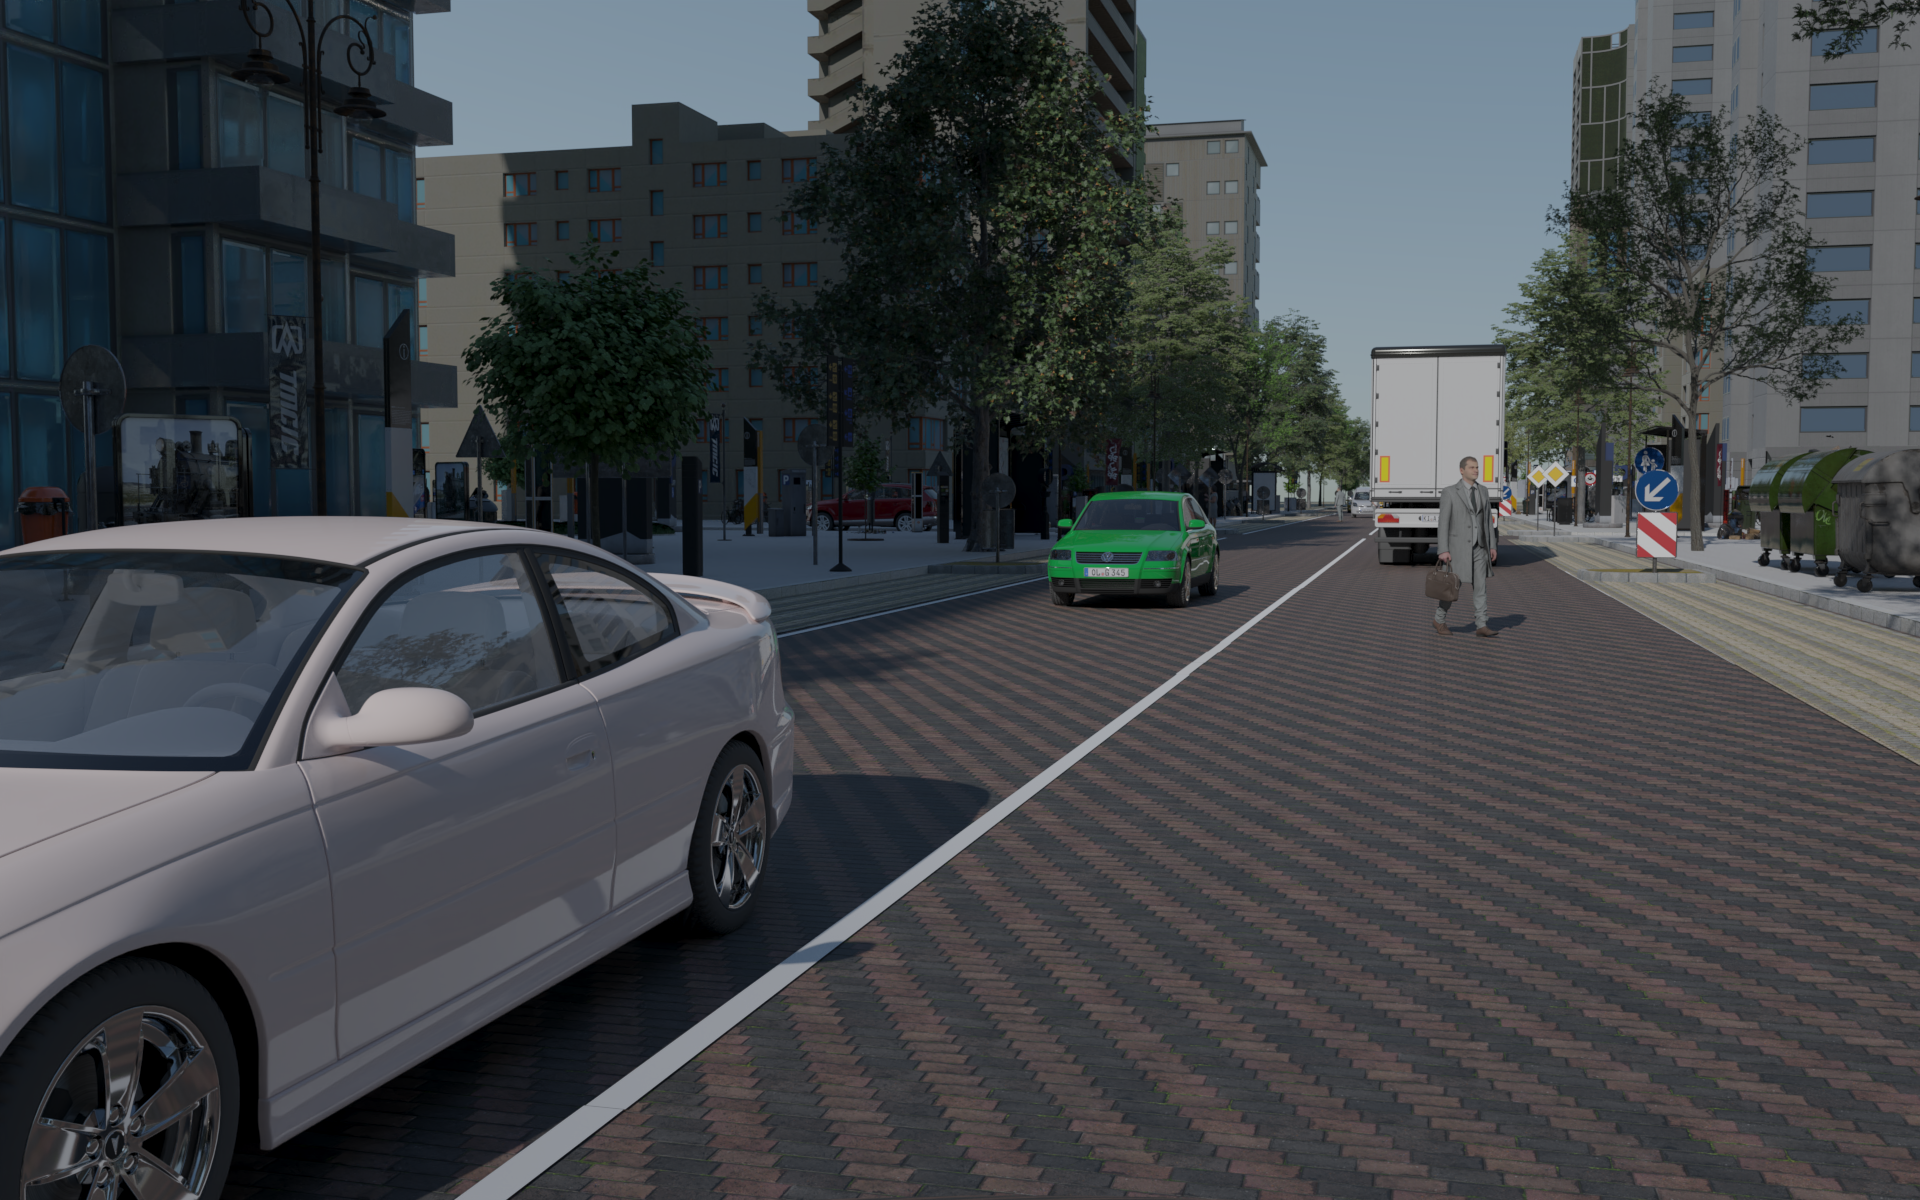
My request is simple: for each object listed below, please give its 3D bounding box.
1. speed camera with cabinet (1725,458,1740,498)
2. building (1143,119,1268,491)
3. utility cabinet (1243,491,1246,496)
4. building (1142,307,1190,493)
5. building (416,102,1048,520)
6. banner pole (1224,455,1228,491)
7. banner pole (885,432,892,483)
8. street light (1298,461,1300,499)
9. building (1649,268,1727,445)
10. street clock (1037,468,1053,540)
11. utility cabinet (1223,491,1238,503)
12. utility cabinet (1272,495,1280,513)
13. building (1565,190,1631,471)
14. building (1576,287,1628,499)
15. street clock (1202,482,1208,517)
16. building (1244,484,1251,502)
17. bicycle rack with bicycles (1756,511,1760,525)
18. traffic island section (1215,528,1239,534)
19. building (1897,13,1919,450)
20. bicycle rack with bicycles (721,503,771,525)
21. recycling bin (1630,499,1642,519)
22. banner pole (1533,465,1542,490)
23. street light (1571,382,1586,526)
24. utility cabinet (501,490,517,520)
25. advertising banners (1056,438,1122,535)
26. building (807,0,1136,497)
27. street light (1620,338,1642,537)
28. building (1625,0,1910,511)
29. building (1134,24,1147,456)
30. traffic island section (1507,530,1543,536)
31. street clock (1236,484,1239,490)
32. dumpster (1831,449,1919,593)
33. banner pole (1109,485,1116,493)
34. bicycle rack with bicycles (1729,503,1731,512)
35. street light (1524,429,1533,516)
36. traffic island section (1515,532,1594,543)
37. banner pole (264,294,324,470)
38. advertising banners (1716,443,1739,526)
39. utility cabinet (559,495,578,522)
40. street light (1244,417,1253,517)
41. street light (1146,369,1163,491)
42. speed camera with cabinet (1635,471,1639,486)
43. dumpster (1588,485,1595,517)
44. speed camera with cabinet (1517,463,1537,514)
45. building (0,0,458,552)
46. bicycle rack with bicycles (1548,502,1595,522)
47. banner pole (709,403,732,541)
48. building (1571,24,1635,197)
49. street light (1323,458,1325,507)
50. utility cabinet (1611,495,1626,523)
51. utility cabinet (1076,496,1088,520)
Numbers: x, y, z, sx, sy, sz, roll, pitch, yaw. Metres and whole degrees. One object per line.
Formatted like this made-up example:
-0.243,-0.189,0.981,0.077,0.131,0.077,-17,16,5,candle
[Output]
43.197,-6.171,95.234,2.038,3.252,0.660,2,4,33,speed camera with cabinet
28.706,-40.430,250.270,28.713,52.752,27.495,1,4,15,building
18.917,-6.618,116.880,1.173,1.500,0.318,-2,4,-34,utility cabinet
7.087,-19.953,171.276,27.650,21.520,28.899,1,4,15,building
-11.279,-15.583,99.828,27.650,21.520,28.899,1,4,15,building
17.114,-7.443,111.715,0.401,3.779,0.863,3,4,37,banner pole
-2.799,-4.791,68.351,0.401,3.779,0.863,1,4,19,banner pole
27.062,-10.113,138.136,0.468,5.910,1.993,1,4,15,street light
73.686,-18.239,143.246,27.650,21.520,28.899,1,4,15,building
2.400,-2.704,48.775,0.358,2.002,0.471,3,4,36,street clock
17.230,-6.242,110.734,1.173,1.500,0.318,2,4,24,utility cabinet
20.894,-6.406,115.896,1.020,1.237,0.306,-1,4,-11,utility cabinet
96.663,-36.898,253.397,14.600,45.320,14.200,1,4,15,building
92.816,-28.643,240.018,14.160,30.474,14.107,1,4,15,building
11.919,-4.870,84.190,0.358,2.002,0.471,0,4,8,street clock
32.947,-35.733,276.120,32.217,40.220,23.993,1,4,15,building
37.351,-3.976,78.389,2.925,0.926,2.852,-1,4,-17,bicycle rack with bicycles
9.078,-2.506,63.249,2.009,0.180,2.903,1,4,15,traffic island section
59.728,-34.624,108.103,21.231,58.520,28.212,1,4,15,building
-8.860,-3.641,72.913,2.852,0.926,2.925,3,5,45,bicycle rack with bicycles
34.499,-4.629,88.241,0.722,1.027,0.722,0,4,5,recycling bin
43.041,-8.497,128.944,0.863,3.779,0.401,3,5,42,banner pole
24.396,-5.850,68.433,0.468,5.910,1.993,1,4,15,street light
-21.915,-4.616,84.149,0.318,1.500,1.173,1,4,8,utility cabinet
4.034,-3.549,54.207,2.074,3.025,0.090,0,4,3,advertising banners
0.904,-30.973,130.105,21.300,48.544,21.600,1,4,15,building
19.870,-4.807,51.380,0.468,5.910,1.993,1,4,15,street light
77.408,-38.461,170.844,21.231,58.520,28.212,1,4,15,building
7.811,-28.421,148.275,14.154,41.232,14.086,1,4,15,building
20.129,-2.325,60.293,2.009,0.180,2.903,1,4,15,traffic island section
20.662,-7.566,128.273,0.358,2.002,0.471,3,5,44,street clock
12.436,-1.054,22.999,1.264,1.857,1.865,1,4,15,dumpster
10.698,-8.050,121.640,0.863,3.779,0.401,1,4,17,banner pole
30.877,-3.678,73.521,2.852,0.926,2.925,3,5,43,bicycle rack with bicycles
32.940,-7.807,100.430,0.468,5.910,1.993,1,4,15,street light
18.062,-1.853,52.579,2.009,0.180,2.903,1,4,15,traffic island section
-8.161,-1.926,21.511,0.863,3.779,0.401,-3,5,-40,banner pole
26.282,-3.863,59.344,0.090,3.025,2.074,0,4,4,advertising banners
-17.478,-4.061,77.553,1.020,1.237,0.306,3,4,36,utility cabinet
15.949,-7.544,96.131,0.468,5.910,1.993,1,4,15,street light
7.177,-5.571,63.876,0.468,5.910,1.993,1,4,15,street light
47.499,-7.658,119.542,0.660,3.252,2.038,-3,4,-38,speed camera with cabinet
35.886,-5.581,97.006,1.264,1.857,1.865,1,4,15,dumpster
36.469,-7.125,110.828,2.038,3.252,0.660,-3,5,-40,speed camera with cabinet
-29.358,-25.690,39.646,30.456,49.044,23.786,1,4,15,building
28.327,-4.040,79.434,2.925,0.926,2.852,1,4,9,bicycle rack with bicycles
-6.604,-3.510,47.413,0.401,3.779,0.863,2,4,30,banner pole
103.696,-50.793,268.713,20.563,71.187,20.611,1,4,15,building
35.894,-12.112,170.813,0.468,5.910,1.993,1,4,15,street light
29.063,-4.000,76.557,1.020,1.237,0.306,-3,5,-42,utility cabinet
3.705,-2.550,52.852,0.306,1.237,1.020,1,4,8,utility cabinet
